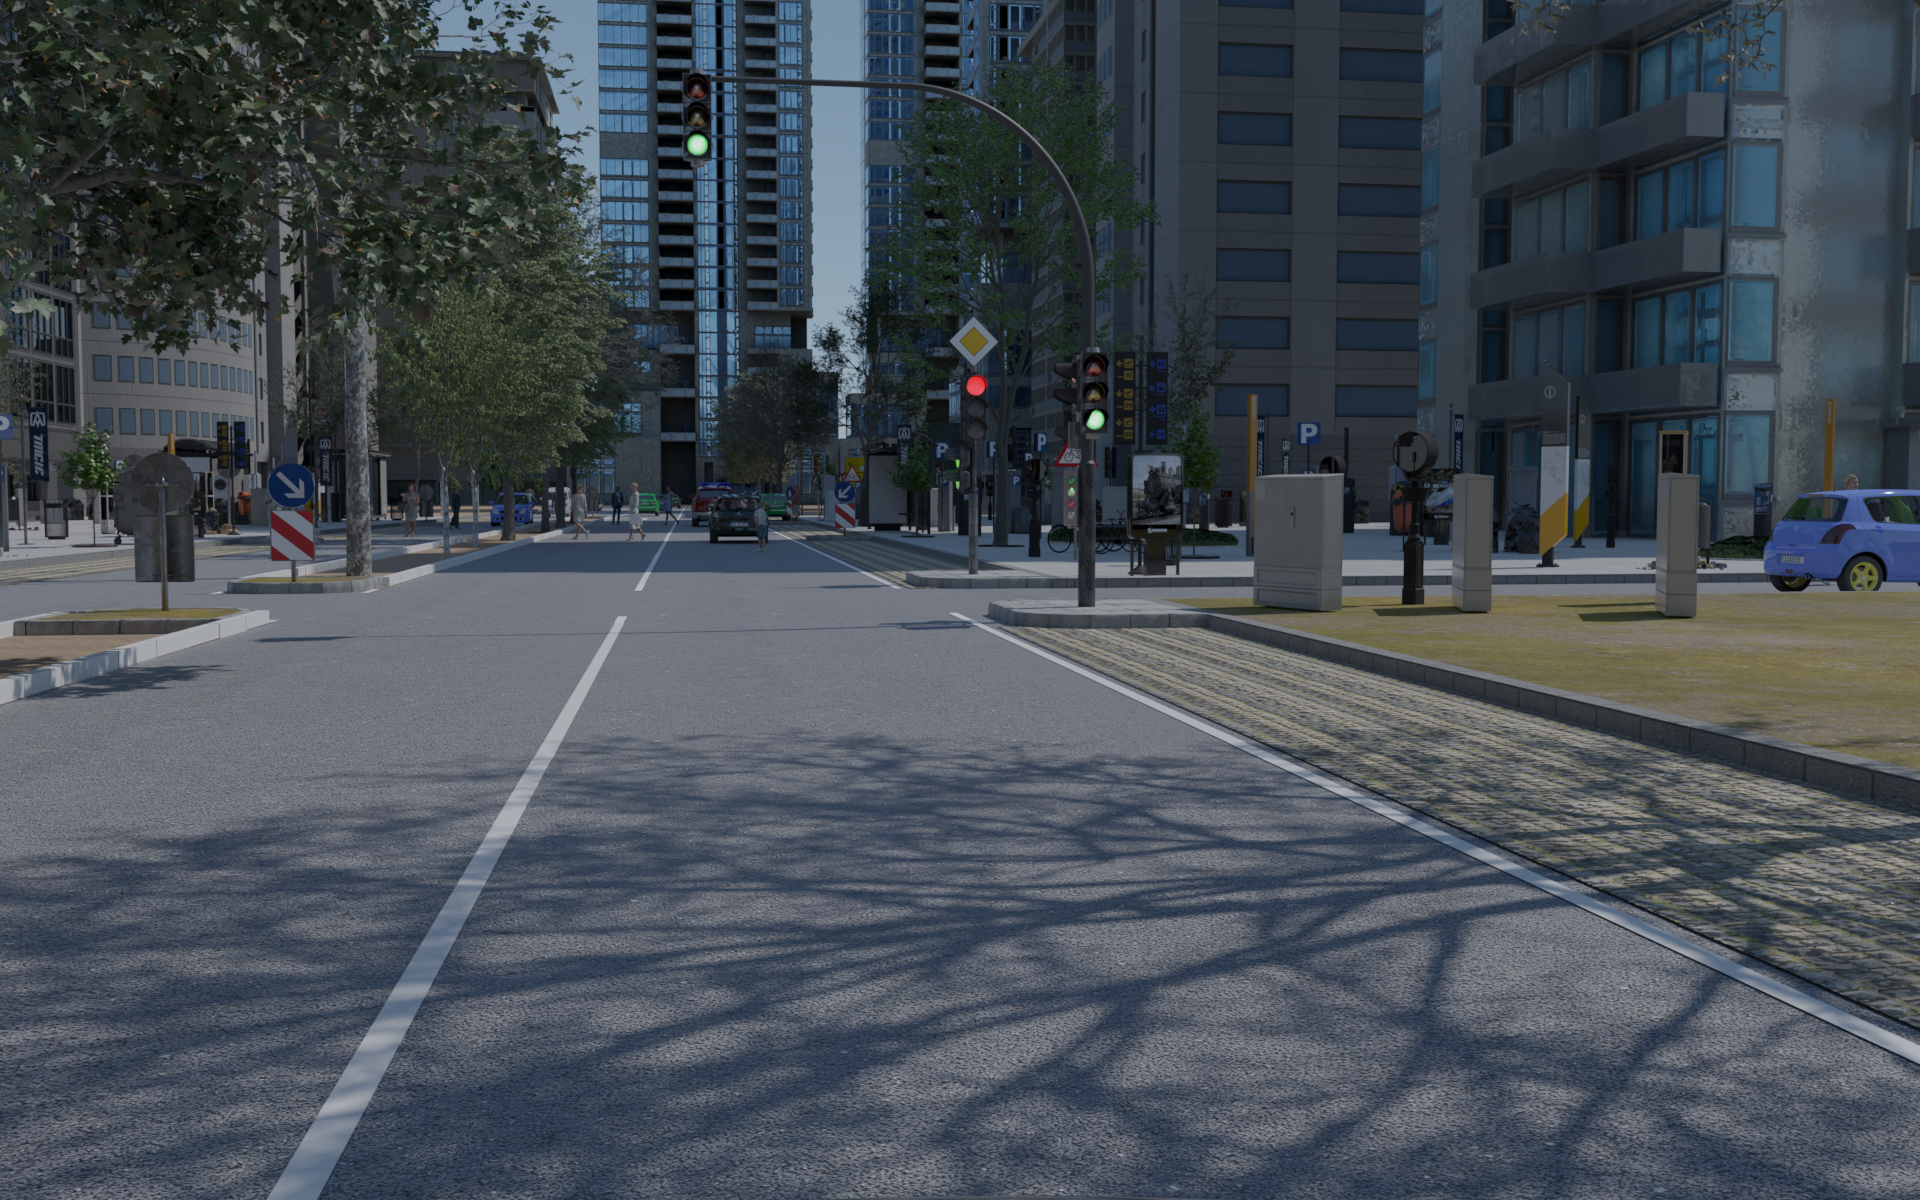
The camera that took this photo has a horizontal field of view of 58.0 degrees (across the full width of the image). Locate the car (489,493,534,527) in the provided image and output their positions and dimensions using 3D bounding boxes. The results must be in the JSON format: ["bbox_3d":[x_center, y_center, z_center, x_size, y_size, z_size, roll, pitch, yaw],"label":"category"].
[{"bbox_3d":[-20.098,-4.167,77.715,1.945,1.707,3.694,-1,4,-10],"label":"car"}]

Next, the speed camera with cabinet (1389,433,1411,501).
[{"bbox_3d":[14.603,-3.770,55.969,0.660,3.252,2.038,-1,4,-14],"label":"speed camera with cabinet"}]

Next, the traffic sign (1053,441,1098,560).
[{"bbox_3d":[2.249,-2.062,33.724,0.884,2.594,0.081,0,4,-4],"label":"traffic sign"}]

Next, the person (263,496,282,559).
[{"bbox_3d":[-15.105,-1.800,38.103,0.511,1.800,0.466,3,5,41],"label":"person"}]

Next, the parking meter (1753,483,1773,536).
[{"bbox_3d":[18.232,-1.891,39.332,0.372,1.533,0.369,0,3,0],"label":"parking meter"}]

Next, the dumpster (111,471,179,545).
[{"bbox_3d":[-20.906,-2.368,44.479,1.264,1.857,1.865,-1,4,-9],"label":"dumpster"}]

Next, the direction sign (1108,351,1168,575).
[{"bbox_3d":[2.874,-2.177,27.587,0.876,3.537,0.379,-1,4,-9],"label":"direction sign"}]

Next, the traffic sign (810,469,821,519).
[{"bbox_3d":[-7.294,-5.478,89.561,0.884,2.594,0.081,0,4,-8],"label":"traffic sign"}]

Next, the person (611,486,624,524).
[{"bbox_3d":[-16.255,-4.486,82.025,0.721,1.800,0.419,-2,4,-35],"label":"person"}]

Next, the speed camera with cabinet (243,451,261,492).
[{"bbox_3d":[-32.298,-5.227,79.796,0.660,3.252,2.038,0,4,3],"label":"speed camera with cabinet"}]

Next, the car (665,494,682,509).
[{"bbox_3d":[-28.521,-9.743,171.094,2.131,1.459,4.920,0,4,-8],"label":"car"}]

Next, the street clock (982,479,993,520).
[{"bbox_3d":[1.468,-4.891,84.531,0.471,2.002,0.358,1,4,12],"label":"street clock"}]

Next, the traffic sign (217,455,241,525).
[{"bbox_3d":[-24.004,-3.472,56.872,0.768,2.556,0.104,0,4,-6],"label":"traffic sign"}]

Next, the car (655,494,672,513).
[{"bbox_3d":[-22.729,-7.301,131.371,2.014,1.417,4.499,-1,4,-10],"label":"car"}]

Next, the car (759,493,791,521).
[{"bbox_3d":[-10.112,-5.166,93.266,1.959,1.807,4.718,-1,4,-10],"label":"car"}]

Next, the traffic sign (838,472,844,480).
[{"bbox_3d":[-6.712,-6.165,100.903,0.768,2.556,0.104,0,4,-7],"label":"traffic sign"}]

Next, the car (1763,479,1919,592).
[{"bbox_3d":[13.448,-0.920,24.626,3.694,1.707,1.945,-1,4,-11],"label":"car"}]

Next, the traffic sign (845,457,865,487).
[{"bbox_3d":[-5.119,-6.134,94.157,2.265,3.308,0.079,0,4,-6],"label":"traffic sign"}]

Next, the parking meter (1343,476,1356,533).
[{"bbox_3d":[12.739,-3.123,56.770,0.399,1.863,0.255,2,4,35],"label":"parking meter"}]

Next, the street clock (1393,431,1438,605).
[{"bbox_3d":[5.274,-0.950,20.101,0.358,2.002,0.471,-3,5,-43],"label":"street clock"}]

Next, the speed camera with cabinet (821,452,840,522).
[{"bbox_3d":[-6.017,-5.278,80.635,0.660,3.252,2.038,-1,4,-12],"label":"speed camera with cabinet"}]

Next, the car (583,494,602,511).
[{"bbox_3d":[-31.665,-8.329,147.975,2.131,1.459,4.920,0,4,-8],"label":"car"}]

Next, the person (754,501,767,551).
[{"bbox_3d":[-5.000,-1.848,43.395,0.332,1.250,0.352,0,4,7],"label":"person"}]

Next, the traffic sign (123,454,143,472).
[{"bbox_3d":[-26.369,-3.380,55.366,0.768,2.556,0.104,0,4,-2],"label":"traffic sign"}]

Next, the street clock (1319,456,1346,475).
[{"bbox_3d":[7.118,-1.747,33.132,0.358,2.002,0.471,-3,5,-40],"label":"street clock"}]

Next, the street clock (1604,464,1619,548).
[{"bbox_3d":[15.512,-2.243,41.239,0.358,2.002,0.471,1,4,15],"label":"street clock"}]

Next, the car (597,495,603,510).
[{"bbox_3d":[-34.032,-9.048,160.513,1.945,1.354,3.894,-1,4,-10],"label":"car"}]

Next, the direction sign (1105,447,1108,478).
[{"bbox_3d":[7.264,-5.604,83.619,0.379,3.537,0.876,3,5,44],"label":"direction sign"}]

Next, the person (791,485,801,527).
[{"bbox_3d":[-7.058,-4.037,74.485,0.573,1.828,0.580,-3,5,-41],"label":"person"}]

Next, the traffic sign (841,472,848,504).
[{"bbox_3d":[-6.232,-5.882,96.270,0.768,2.556,0.104,0,4,-2],"label":"traffic sign"}]

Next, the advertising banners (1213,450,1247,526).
[{"bbox_3d":[10.595,-4.430,68.617,2.074,3.025,0.090,-1,4,-9],"label":"advertising banners"}]

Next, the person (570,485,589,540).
[{"bbox_3d":[-11.920,-2.761,54.385,0.760,1.731,0.466,2,4,26],"label":"person"}]

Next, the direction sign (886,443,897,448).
[{"bbox_3d":[-3.117,-5.224,77.409,0.379,3.537,0.876,3,5,39],"label":"direction sign"}]

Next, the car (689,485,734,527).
[{"bbox_3d":[-10.932,-4.193,77.224,2.281,1.827,5.304,-1,4,-8],"label":"car"}]

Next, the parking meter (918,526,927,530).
[{"bbox_3d":[-1.341,-3.389,61.116,0.255,1.863,0.399,-2,4,-33],"label":"parking meter"}]

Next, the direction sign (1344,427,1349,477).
[{"bbox_3d":[13.188,-4.108,59.165,0.379,3.537,0.876,1,4,20],"label":"direction sign"}]

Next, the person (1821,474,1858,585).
[{"bbox_3d":[13.896,-1.113,27.365,0.598,1.740,0.731,2,4,23],"label":"person"}]

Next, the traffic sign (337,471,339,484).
[{"bbox_3d":[-33.226,-5.689,93.115,0.768,2.556,0.104,0,3,0],"label":"traffic sign"}]

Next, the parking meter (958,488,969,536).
[{"bbox_3d":[0.118,-2.764,53.605,0.372,1.533,0.369,0,3,0],"label":"parking meter"}]

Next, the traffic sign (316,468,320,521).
[{"bbox_3d":[-30.545,-5.022,82.208,0.768,2.556,0.104,0,4,-1],"label":"traffic sign"}]

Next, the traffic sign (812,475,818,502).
[{"bbox_3d":[-8.397,-6.264,102.524,0.768,2.556,0.104,0,4,-5],"label":"traffic sign"}]

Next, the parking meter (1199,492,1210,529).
[{"bbox_3d":[8.699,-3.259,61.701,0.372,1.533,0.369,0,3,0],"label":"parking meter"}]

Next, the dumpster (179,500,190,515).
[{"bbox_3d":[-24.056,-3.055,52.441,1.502,2.255,1.985,-1,4,-9],"label":"dumpster"}]

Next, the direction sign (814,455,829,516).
[{"bbox_3d":[-8.108,-6.694,101.441,0.876,3.537,0.379,-1,4,-18],"label":"direction sign"}]

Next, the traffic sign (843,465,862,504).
[{"bbox_3d":[-4.758,-4.675,76.442,0.884,2.594,0.081,0,4,-8],"label":"traffic sign"}]

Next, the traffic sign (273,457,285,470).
[{"bbox_3d":[-23.762,-3.710,60.666,0.884,2.594,0.081,0,4,-8],"label":"traffic sign"}]

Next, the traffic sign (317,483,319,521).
[{"bbox_3d":[-31.067,-5.117,83.770,0.768,2.556,0.104,0,4,-2],"label":"traffic sign"}]

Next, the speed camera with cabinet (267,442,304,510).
[{"bbox_3d":[-26.068,-4.442,66.963,0.660,3.252,2.038,0,4,2],"label":"speed camera with cabinet"}]

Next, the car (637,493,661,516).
[{"bbox_3d":[-20.606,-6.399,113.423,1.959,1.807,4.718,-1,4,-9],"label":"car"}]

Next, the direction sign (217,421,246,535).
[{"bbox_3d":[-22.695,-3.793,54.013,0.876,3.537,0.379,0,3,0],"label":"direction sign"}]

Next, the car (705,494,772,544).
[{"bbox_3d":[-6.599,-2.558,51.615,2.009,1.686,4.222,0,4,-8],"label":"car"}]

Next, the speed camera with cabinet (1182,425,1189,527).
[{"bbox_3d":[6.224,-3.439,50.556,0.660,3.252,2.038,0,4,-3],"label":"speed camera with cabinet"}]

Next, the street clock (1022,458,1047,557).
[{"bbox_3d":[1.516,-1.873,35.198,0.471,2.002,0.358,-2,4,-23],"label":"street clock"}]

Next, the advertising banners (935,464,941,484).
[{"bbox_3d":[-0.754,-6.386,100.605,0.090,3.025,2.074,3,5,44],"label":"advertising banners"}]

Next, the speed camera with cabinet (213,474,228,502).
[{"bbox_3d":[-35.813,-5.368,82.098,2.038,3.252,0.660,-2,4,-25],"label":"speed camera with cabinet"}]
